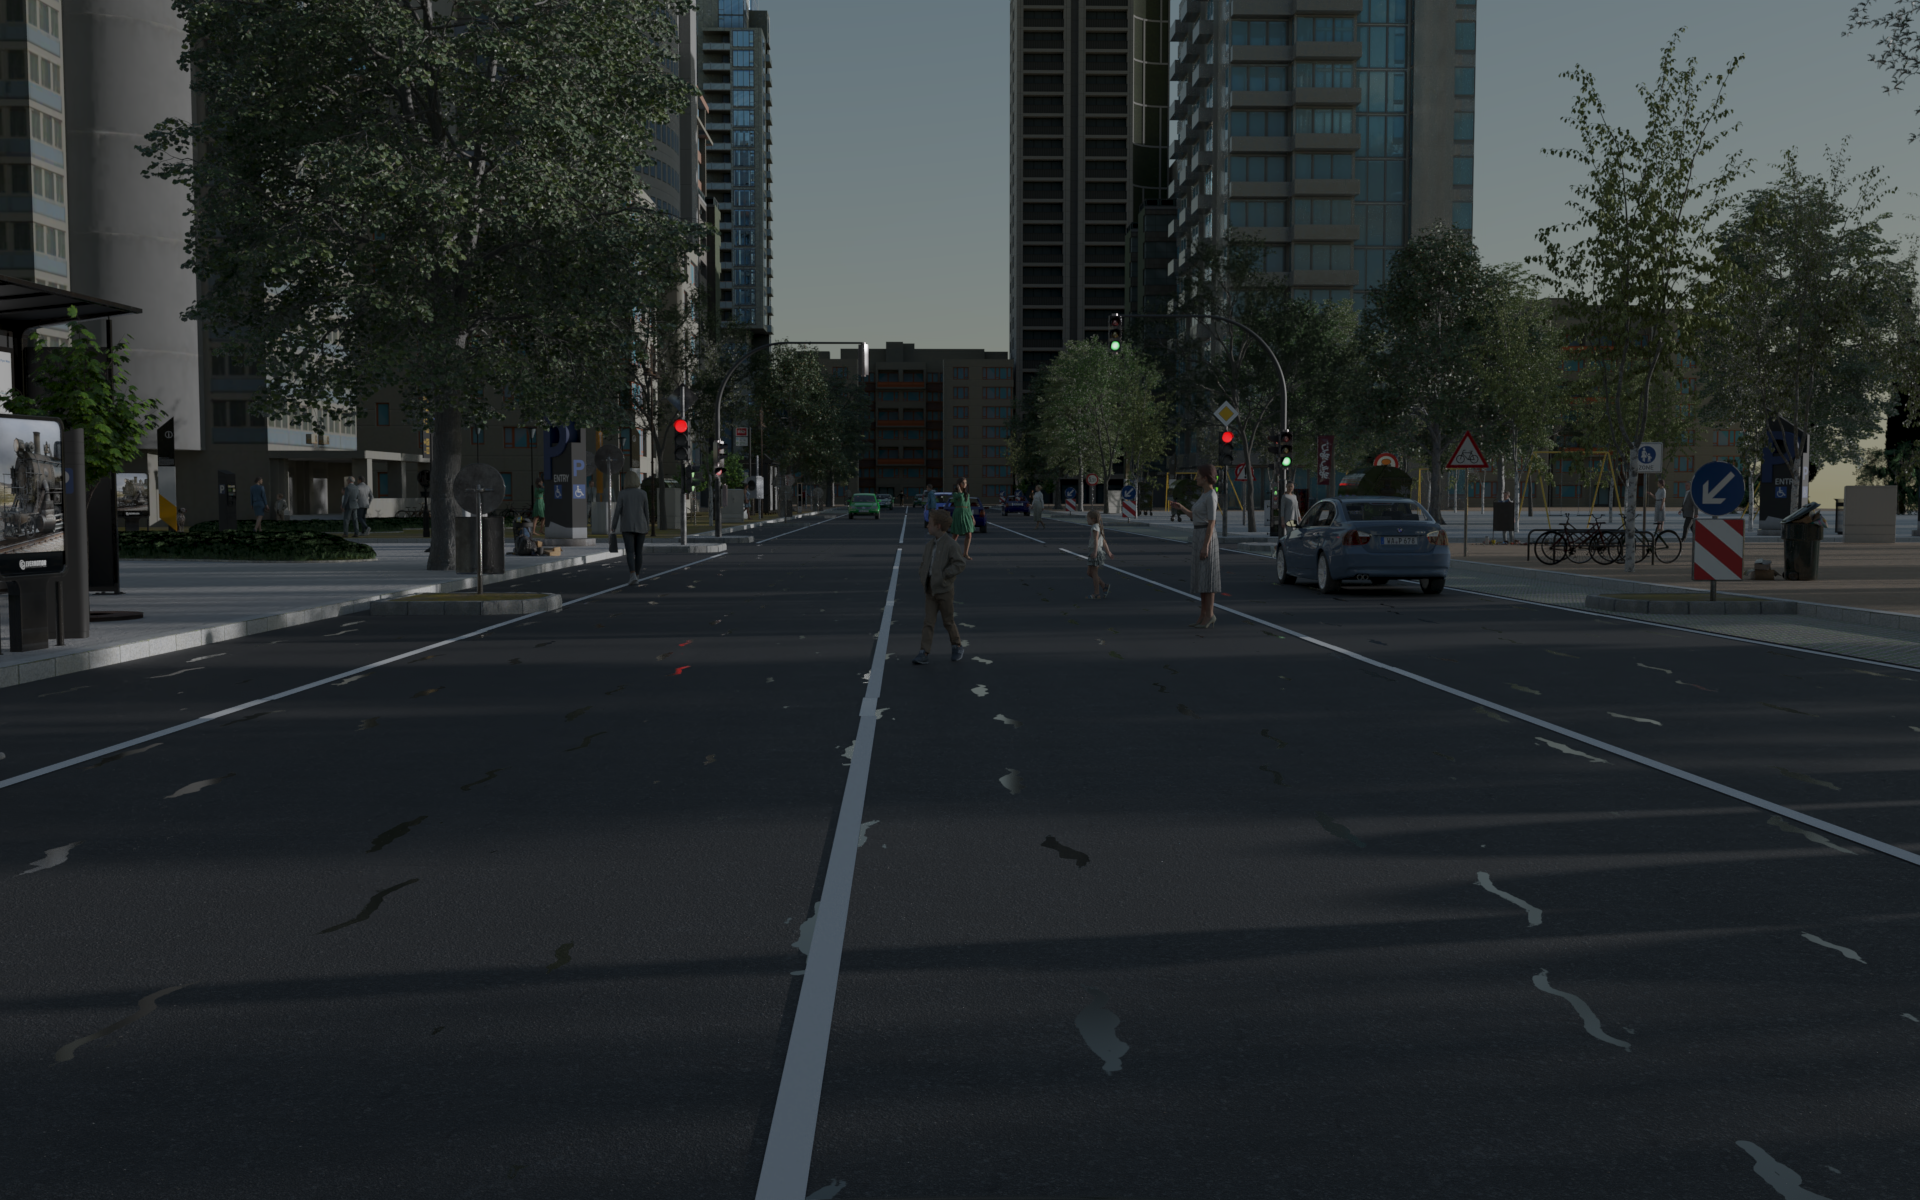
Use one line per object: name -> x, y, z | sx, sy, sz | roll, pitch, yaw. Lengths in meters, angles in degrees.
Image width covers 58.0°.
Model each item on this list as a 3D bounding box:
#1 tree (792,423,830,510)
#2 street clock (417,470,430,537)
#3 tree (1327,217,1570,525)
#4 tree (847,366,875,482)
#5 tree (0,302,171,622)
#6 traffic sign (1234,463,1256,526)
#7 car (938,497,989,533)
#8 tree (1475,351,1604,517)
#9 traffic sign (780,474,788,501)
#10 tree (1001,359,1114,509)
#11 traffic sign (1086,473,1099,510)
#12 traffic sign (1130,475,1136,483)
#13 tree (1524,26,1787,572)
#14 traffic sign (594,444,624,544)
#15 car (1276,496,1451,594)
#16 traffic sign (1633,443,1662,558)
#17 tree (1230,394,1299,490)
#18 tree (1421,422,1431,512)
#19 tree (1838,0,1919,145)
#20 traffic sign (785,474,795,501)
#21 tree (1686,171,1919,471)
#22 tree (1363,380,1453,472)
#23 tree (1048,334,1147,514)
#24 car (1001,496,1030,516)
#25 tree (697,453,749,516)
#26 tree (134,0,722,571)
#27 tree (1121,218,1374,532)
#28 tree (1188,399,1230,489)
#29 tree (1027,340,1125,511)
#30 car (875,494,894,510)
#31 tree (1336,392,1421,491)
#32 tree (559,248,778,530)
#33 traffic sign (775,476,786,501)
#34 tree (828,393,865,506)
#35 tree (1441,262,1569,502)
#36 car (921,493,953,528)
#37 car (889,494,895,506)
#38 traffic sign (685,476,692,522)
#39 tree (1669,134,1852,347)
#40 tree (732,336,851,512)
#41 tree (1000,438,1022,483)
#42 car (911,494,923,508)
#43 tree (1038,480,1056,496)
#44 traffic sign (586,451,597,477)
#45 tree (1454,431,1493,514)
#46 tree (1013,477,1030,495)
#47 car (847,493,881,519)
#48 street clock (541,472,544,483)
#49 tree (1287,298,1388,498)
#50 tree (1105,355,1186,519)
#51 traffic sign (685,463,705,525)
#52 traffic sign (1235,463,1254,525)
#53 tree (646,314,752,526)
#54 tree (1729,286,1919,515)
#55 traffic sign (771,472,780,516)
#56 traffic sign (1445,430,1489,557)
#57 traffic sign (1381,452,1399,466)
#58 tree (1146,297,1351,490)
tree -> -13.273, -12.094, 148.096 | 4.360, 8.622, 3.978 | 0, 3, 0
street clock -> -15.830, -2.860, 51.335 | 0.471, 2.002, 0.358 | -1, 4, -23
tree -> 19.982, -9.490, 72.163 | 9.611, 12.733, 9.660 | 0, 3, 0
tree -> -13.088, -16.159, 170.858 | 9.857, 13.997, 8.962 | 0, 3, 0
tree -> -9.082, -1.409, 17.644 | 1.663, 3.219, 1.824 | 0, 3, 0
traffic sign -> 11.432, -4.247, 69.435 | 0.884, 2.594, 0.081 | 0, 4, 1
car -> 0.145, -3.218, 65.191 | 1.945, 1.354, 3.894 | 0, 3, 0
tree -> 32.729, -10.064, 98.959 | 8.767, 10.594, 7.601 | 1, 4, 17
traffic sign -> -11.546, -6.866, 112.362 | 0.768, 2.556, 0.104 | 0, 4, 7
tree -> 8.230, -14.002, 145.935 | 9.611, 12.733, 9.660 | 0, 3, 0
traffic sign -> 8.106, -6.485, 106.132 | 0.768, 2.556, 0.104 | 0, 4, 4
traffic sign -> 10.534, -6.525, 106.786 | 0.768, 2.556, 0.104 | 0, 4, 7
tree -> 11.181, -4.775, 28.430 | 4.737, 8.622, 4.395 | 0, 3, 0
traffic sign -> -9.006, -2.714, 44.487 | 0.768, 2.556, 0.104 | 0, 4, -1
car -> 6.015, -0.864, 26.136 | 2.014, 1.417, 4.499 | 0, 4, -2
traffic sign -> 13.588, -1.971, 34.363 | 0.606, 2.300, 0.079 | 0, 4, 8
tree -> 19.779, -9.729, 109.429 | 4.360, 8.622, 3.978 | 0, 3, 0
tree -> 18.869, -6.571, 57.803 | 4.737, 8.622, 4.395 | 0, 3, 0
tree -> 11.200, -6.283, 13.095 | 12.009, 13.543, 11.850 | 0, 3, 0
traffic sign -> -11.149, -6.886, 112.686 | 0.768, 2.556, 0.104 | 0, 4, 0
tree -> 33.243, -9.881, 68.202 | 9.857, 13.997, 8.962 | 0, 3, 0
tree -> 23.579, -8.739, 93.250 | 4.360, 8.622, 3.978 | 0, 3, 0
tree -> 9.530, -11.374, 111.726 | 9.928, 11.665, 9.643 | 0, 3, 0
car -> 3.661, -6.183, 113.666 | 1.945, 1.354, 3.894 | 0, 4, -1
tree -> -11.095, -5.343, 81.965 | 1.663, 3.219, 1.824 | 0, 3, 0
tree -> -8.642, -7.488, 29.078 | 9.857, 13.997, 8.962 | 0, 3, 0
tree -> 9.761, -7.571, 58.204 | 8.767, 10.594, 7.601 | -1, 4, -13
tree -> 17.436, -10.065, 114.918 | 4.360, 8.622, 3.978 | 0, 3, 0
tree -> 8.628, -12.837, 128.004 | 7.486, 12.596, 7.792 | 0, 3, 0
car -> -6.931, -8.735, 154.607 | 2.131, 1.459, 4.920 | 0, 4, -1
tree -> 27.284, -10.116, 115.762 | 4.737, 8.622, 4.395 | 0, 3, 0
tree -> -10.517, -7.783, 61.667 | 8.767, 10.594, 7.601 | 0, 4, 2
traffic sign -> -10.215, -5.897, 98.553 | 0.606, 2.300, 0.079 | 0, 3, 0
tree -> -14.008, -16.469, 187.402 | 7.486, 12.596, 7.792 | 0, 3, 0
tree -> 26.377, -10.221, 85.239 | 7.486, 12.596, 7.792 | 0, 3, 0
car -> -0.704, -3.955, 74.256 | 1.945, 1.707, 3.694 | 0, 4, -1
car -> -8.392, -11.191, 194.768 | 2.131, 1.459, 4.920 | 0, 4, -2
traffic sign -> -12.348, -4.861, 79.479 | 0.884, 2.594, 0.081 | 0, 4, 0
tree -> 17.252, -5.237, 35.995 | 4.360, 8.622, 3.978 | 0, 3, 0
tree -> -12.366, -12.778, 125.920 | 9.611, 12.733, 9.660 | 0, 3, 0
tree -> 6.716, -15.041, 196.284 | 4.737, 8.622, 4.395 | 0, 3, 0
car -> -4.112, -10.533, 184.004 | 2.131, 1.459, 4.920 | 0, 4, -1
tree -> 8.151, -9.904, 156.538 | 1.663, 3.219, 1.824 | 0, 3, 0
traffic sign -> -11.086, -3.120, 51.124 | 0.768, 2.556, 0.104 | 0, 4, 1
tree -> 33.373, -9.831, 111.094 | 4.360, 8.622, 3.978 | 0, 3, 0
tree -> 6.456, -11.220, 178.053 | 1.663, 3.219, 1.824 | 0, 3, 0
car -> -5.533, -5.576, 99.960 | 1.959, 1.807, 4.718 | 0, 4, -2
street clock -> -12.165, -2.867, 51.438 | 0.471, 2.002, 0.358 | -2, 4, -27
tree -> 21.605, -11.150, 100.431 | 7.486, 12.596, 7.792 | 0, 3, 0
tree -> 9.312, -8.523, 89.717 | 4.737, 8.622, 4.395 | 0, 3, 0
traffic sign -> -11.125, -4.441, 72.614 | 0.884, 2.594, 0.081 | 0, 4, 2
traffic sign -> 11.581, -4.315, 70.657 | 0.768, 2.556, 0.104 | 0, 4, 4
tree -> -10.121, -7.259, 69.050 | 4.360, 8.622, 3.978 | 0, 3, 0
tree -> 57.264, -12.587, 107.619 | 18.604, 14.587, 13.155 | 1, 4, 11
traffic sign -> -10.682, -6.225, 101.788 | 0.884, 2.594, 0.081 | 0, 4, 4
traffic sign -> 10.364, -2.168, 35.459 | 0.884, 2.594, 0.081 | 0, 4, 1
traffic sign -> 13.058, -3.245, 53.154 | 0.768, 2.556, 0.104 | 0, 4, 5
tree -> 16.734, -10.079, 90.543 | 9.928, 11.665, 9.643 | 0, 3, 0
